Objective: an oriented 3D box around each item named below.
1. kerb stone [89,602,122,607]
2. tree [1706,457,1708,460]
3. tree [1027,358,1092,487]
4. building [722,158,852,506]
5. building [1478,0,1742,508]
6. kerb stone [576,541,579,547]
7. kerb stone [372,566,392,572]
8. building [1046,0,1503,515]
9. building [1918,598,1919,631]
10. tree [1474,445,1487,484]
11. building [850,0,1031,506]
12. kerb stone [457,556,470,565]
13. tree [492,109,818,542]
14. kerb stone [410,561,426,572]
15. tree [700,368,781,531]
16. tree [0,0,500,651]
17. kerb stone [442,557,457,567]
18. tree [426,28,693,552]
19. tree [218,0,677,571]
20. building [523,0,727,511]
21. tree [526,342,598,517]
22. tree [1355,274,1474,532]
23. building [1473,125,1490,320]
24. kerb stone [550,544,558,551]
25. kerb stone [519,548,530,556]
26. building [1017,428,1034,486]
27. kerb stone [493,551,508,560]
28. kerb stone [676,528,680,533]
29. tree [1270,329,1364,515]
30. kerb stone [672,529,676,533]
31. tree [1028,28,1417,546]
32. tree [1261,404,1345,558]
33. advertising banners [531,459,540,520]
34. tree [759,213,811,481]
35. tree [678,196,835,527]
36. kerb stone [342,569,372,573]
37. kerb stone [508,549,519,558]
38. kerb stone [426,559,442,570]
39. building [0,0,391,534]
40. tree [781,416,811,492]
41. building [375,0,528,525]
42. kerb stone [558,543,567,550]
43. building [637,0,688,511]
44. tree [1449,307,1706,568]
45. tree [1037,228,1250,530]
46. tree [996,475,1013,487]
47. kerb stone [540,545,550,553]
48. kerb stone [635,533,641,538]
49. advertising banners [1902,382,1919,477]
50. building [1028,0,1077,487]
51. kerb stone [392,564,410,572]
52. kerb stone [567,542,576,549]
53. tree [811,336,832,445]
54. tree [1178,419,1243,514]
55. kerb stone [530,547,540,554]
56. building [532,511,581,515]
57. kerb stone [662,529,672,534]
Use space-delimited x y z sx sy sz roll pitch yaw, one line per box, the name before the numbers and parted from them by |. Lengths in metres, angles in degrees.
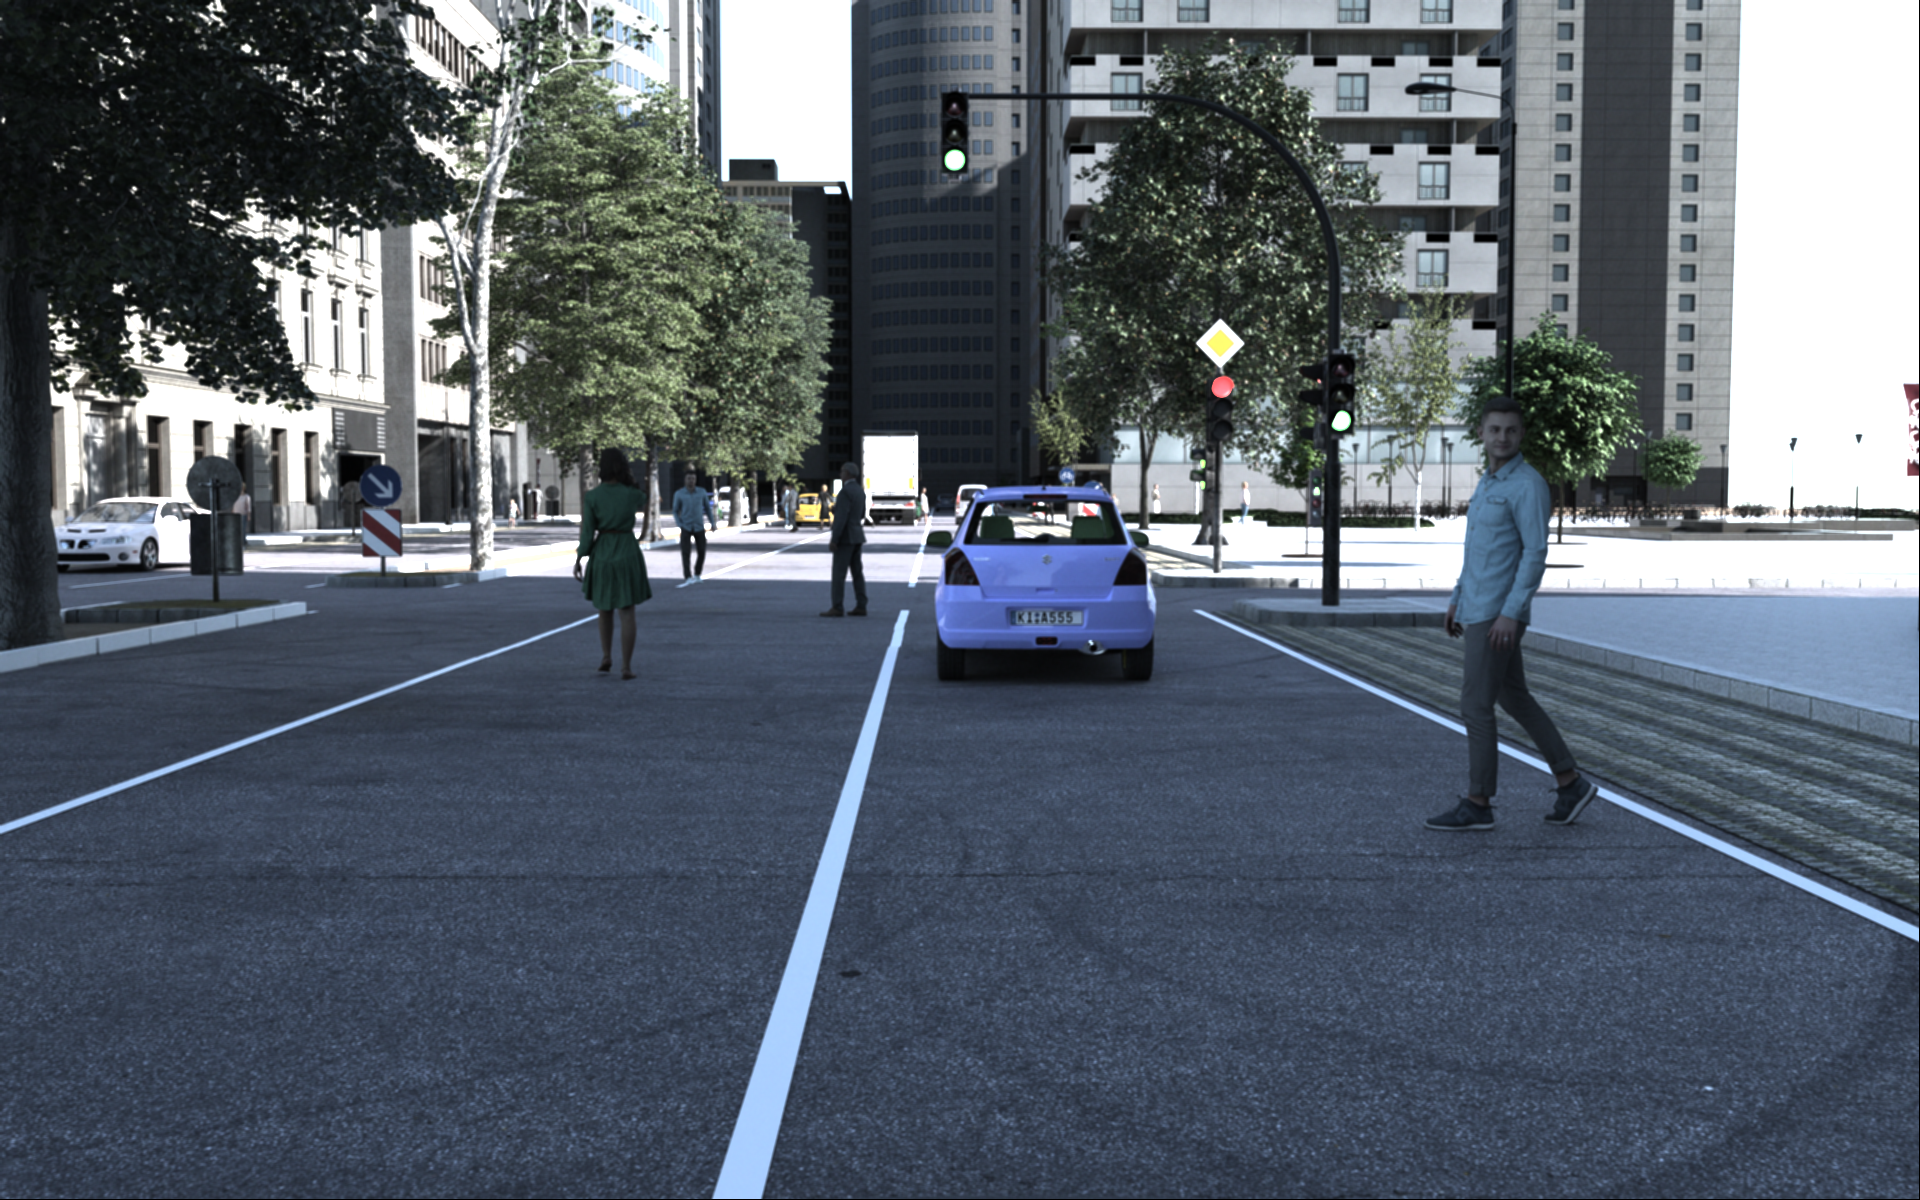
kerb stone | -9.940 0.128 20.098 0.120 0.150 1.000 0 4 -1
tree | 35.229 -6.245 85.820 4.285 4.588 4.351 0 3 0
tree | 5.701 -8.598 90.944 4.737 8.622 4.395 0 3 0
building | -24.289 -31.274 203.218 23.993 40.220 32.217 0 4 -1
building | 60.501 -44.601 167.470 20.611 71.187 20.563 0 4 -1
kerb stone | -10.283 -1.472 46.263 0.120 0.150 1.000 0 4 -1
kerb stone | -10.062 -0.470 29.876 0.120 0.150 1.000 0 4 -1
building | 20.114 -32.352 118.196 28.713 52.752 27.495 0 4 -1
building | 18.772 -28.233 3.617 21.231 58.520 28.212 0 4 -1
tree | 16.325 -3.573 53.025 1.663 3.219 1.824 0 3 0
building | 1.890 -40.066 197.080 28.212 58.520 21.231 0 4 -1
kerb stone | -10.137 -0.783 34.995 0.120 0.150 1.000 0 4 -1
tree | -9.203 -8.074 51.476 9.611 12.733 9.660 0 3 0
kerb stone | -10.090 -0.595 31.920 0.120 0.150 1.000 0 4 -1
tree | -9.394 -6.949 66.431 4.737 8.622 4.395 0 3 0
tree | -8.678 -6.520 15.709 9.857 13.997 8.962 0 3 0
kerb stone | -10.121 -0.720 33.972 0.120 0.150 1.000 0 4 -1
tree | -9.334 -7.478 42.845 7.486 12.596 7.792 0 3 0
tree | -10.130 -10.650 32.473 12.611 20.169 13.585 0 3 0
building | -34.187 -44.538 166.455 20.611 71.187 20.563 0 4 -1
tree | -22.412 -9.925 96.683 8.767 10.594 7.601 1 4 17
tree | 15.398 -6.609 58.423 4.737 8.622 4.395 0 3 0
building | 43.114 -29.825 171.232 14.086 41.232 14.154 0 4 -1
kerb stone | -10.246 -1.284 43.190 0.120 0.150 1.000 0 4 -1
kerb stone | -10.203 -1.096 40.111 0.120 0.150 1.000 0 4 -1
building | 17.197 -51.860 160.587 22.319 86.520 31.000 0 4 -1
kerb stone | -10.175 -0.969 38.061 0.120 0.150 1.000 0 4 -1
kerb stone | -10.509 -2.533 63.670 0.120 0.150 1.000 0 4 -1
tree | 15.167 -7.475 72.579 4.360 8.622 3.978 0 3 0
kerb stone | -10.500 -2.474 62.647 0.120 0.150 1.000 0 4 -1
tree | 6.333 -7.703 42.956 9.611 12.733 9.660 0 3 0
tree | 7.164 -2.484 35.209 1.663 3.219 1.824 0 3 0
advertising banners | -20.883 -5.430 84.968 0.090 3.025 2.074 0 4 4
tree | -9.476 -8.534 60.110 7.486 12.596 7.792 0 3 0
tree | -9.792 -10.142 74.935 9.857 13.997 8.962 0 3 0
kerb stone | -10.052 -0.406 28.841 0.120 0.150 1.000 0 4 -1
kerb stone | -10.190 -1.030 39.089 0.120 0.150 1.000 0 4 -1
kerb stone | -10.108 -0.657 32.942 0.120 0.150 1.000 0 4 -1
building | -30.647 -16.692 49.329 17.030 29.872 44.131 0 4 -1
tree | -9.748 -8.470 91.296 4.737 8.622 4.395 0 3 0
building | -28.911 -16.126 81.689 12.078 24.808 19.932 0 4 -1
kerb stone | -10.259 -1.345 44.218 0.120 0.150 1.000 0 4 -1
building | -33.963 -36.371 136.661 21.231 58.520 28.212 0 4 -1
tree | 10.209 -2.862 30.515 4.285 4.588 4.351 0 3 0
tree | 6.801 -8.344 62.187 9.928 11.665 9.643 0 3 0
tree | 4.246 -10.774 170.750 1.663 3.219 1.824 0 3 0
kerb stone | -10.220 -1.219 42.165 0.120 0.150 1.000 0 4 -1
kerb stone | -10.417 -2.098 56.503 0.120 0.150 1.000 0 4 -1
advertising banners | 15.757 -1.908 27.376 2.074 3.025 0.090 -1 4 -10
building | 12.926 -29.915 139.229 14.600 45.320 14.200 0 4 -1
kerb stone | -10.074 -0.532 30.898 0.120 0.150 1.000 0 4 -1
kerb stone | -10.260 -1.409 45.241 0.120 0.150 1.000 0 4 -1
tree | -10.083 -9.978 83.730 7.486 12.596 7.792 0 3 0
tree | 12.410 -8.468 88.807 4.360 8.622 3.978 0 3 0
kerb stone | -10.212 -1.157 41.137 0.120 0.150 1.000 0 4 -1
building | -32.873 -41.203 111.921 20.563 71.187 20.611 0 4 -1
kerb stone | -10.479 -2.412 61.625 0.120 0.150 1.000 0 4 -1
